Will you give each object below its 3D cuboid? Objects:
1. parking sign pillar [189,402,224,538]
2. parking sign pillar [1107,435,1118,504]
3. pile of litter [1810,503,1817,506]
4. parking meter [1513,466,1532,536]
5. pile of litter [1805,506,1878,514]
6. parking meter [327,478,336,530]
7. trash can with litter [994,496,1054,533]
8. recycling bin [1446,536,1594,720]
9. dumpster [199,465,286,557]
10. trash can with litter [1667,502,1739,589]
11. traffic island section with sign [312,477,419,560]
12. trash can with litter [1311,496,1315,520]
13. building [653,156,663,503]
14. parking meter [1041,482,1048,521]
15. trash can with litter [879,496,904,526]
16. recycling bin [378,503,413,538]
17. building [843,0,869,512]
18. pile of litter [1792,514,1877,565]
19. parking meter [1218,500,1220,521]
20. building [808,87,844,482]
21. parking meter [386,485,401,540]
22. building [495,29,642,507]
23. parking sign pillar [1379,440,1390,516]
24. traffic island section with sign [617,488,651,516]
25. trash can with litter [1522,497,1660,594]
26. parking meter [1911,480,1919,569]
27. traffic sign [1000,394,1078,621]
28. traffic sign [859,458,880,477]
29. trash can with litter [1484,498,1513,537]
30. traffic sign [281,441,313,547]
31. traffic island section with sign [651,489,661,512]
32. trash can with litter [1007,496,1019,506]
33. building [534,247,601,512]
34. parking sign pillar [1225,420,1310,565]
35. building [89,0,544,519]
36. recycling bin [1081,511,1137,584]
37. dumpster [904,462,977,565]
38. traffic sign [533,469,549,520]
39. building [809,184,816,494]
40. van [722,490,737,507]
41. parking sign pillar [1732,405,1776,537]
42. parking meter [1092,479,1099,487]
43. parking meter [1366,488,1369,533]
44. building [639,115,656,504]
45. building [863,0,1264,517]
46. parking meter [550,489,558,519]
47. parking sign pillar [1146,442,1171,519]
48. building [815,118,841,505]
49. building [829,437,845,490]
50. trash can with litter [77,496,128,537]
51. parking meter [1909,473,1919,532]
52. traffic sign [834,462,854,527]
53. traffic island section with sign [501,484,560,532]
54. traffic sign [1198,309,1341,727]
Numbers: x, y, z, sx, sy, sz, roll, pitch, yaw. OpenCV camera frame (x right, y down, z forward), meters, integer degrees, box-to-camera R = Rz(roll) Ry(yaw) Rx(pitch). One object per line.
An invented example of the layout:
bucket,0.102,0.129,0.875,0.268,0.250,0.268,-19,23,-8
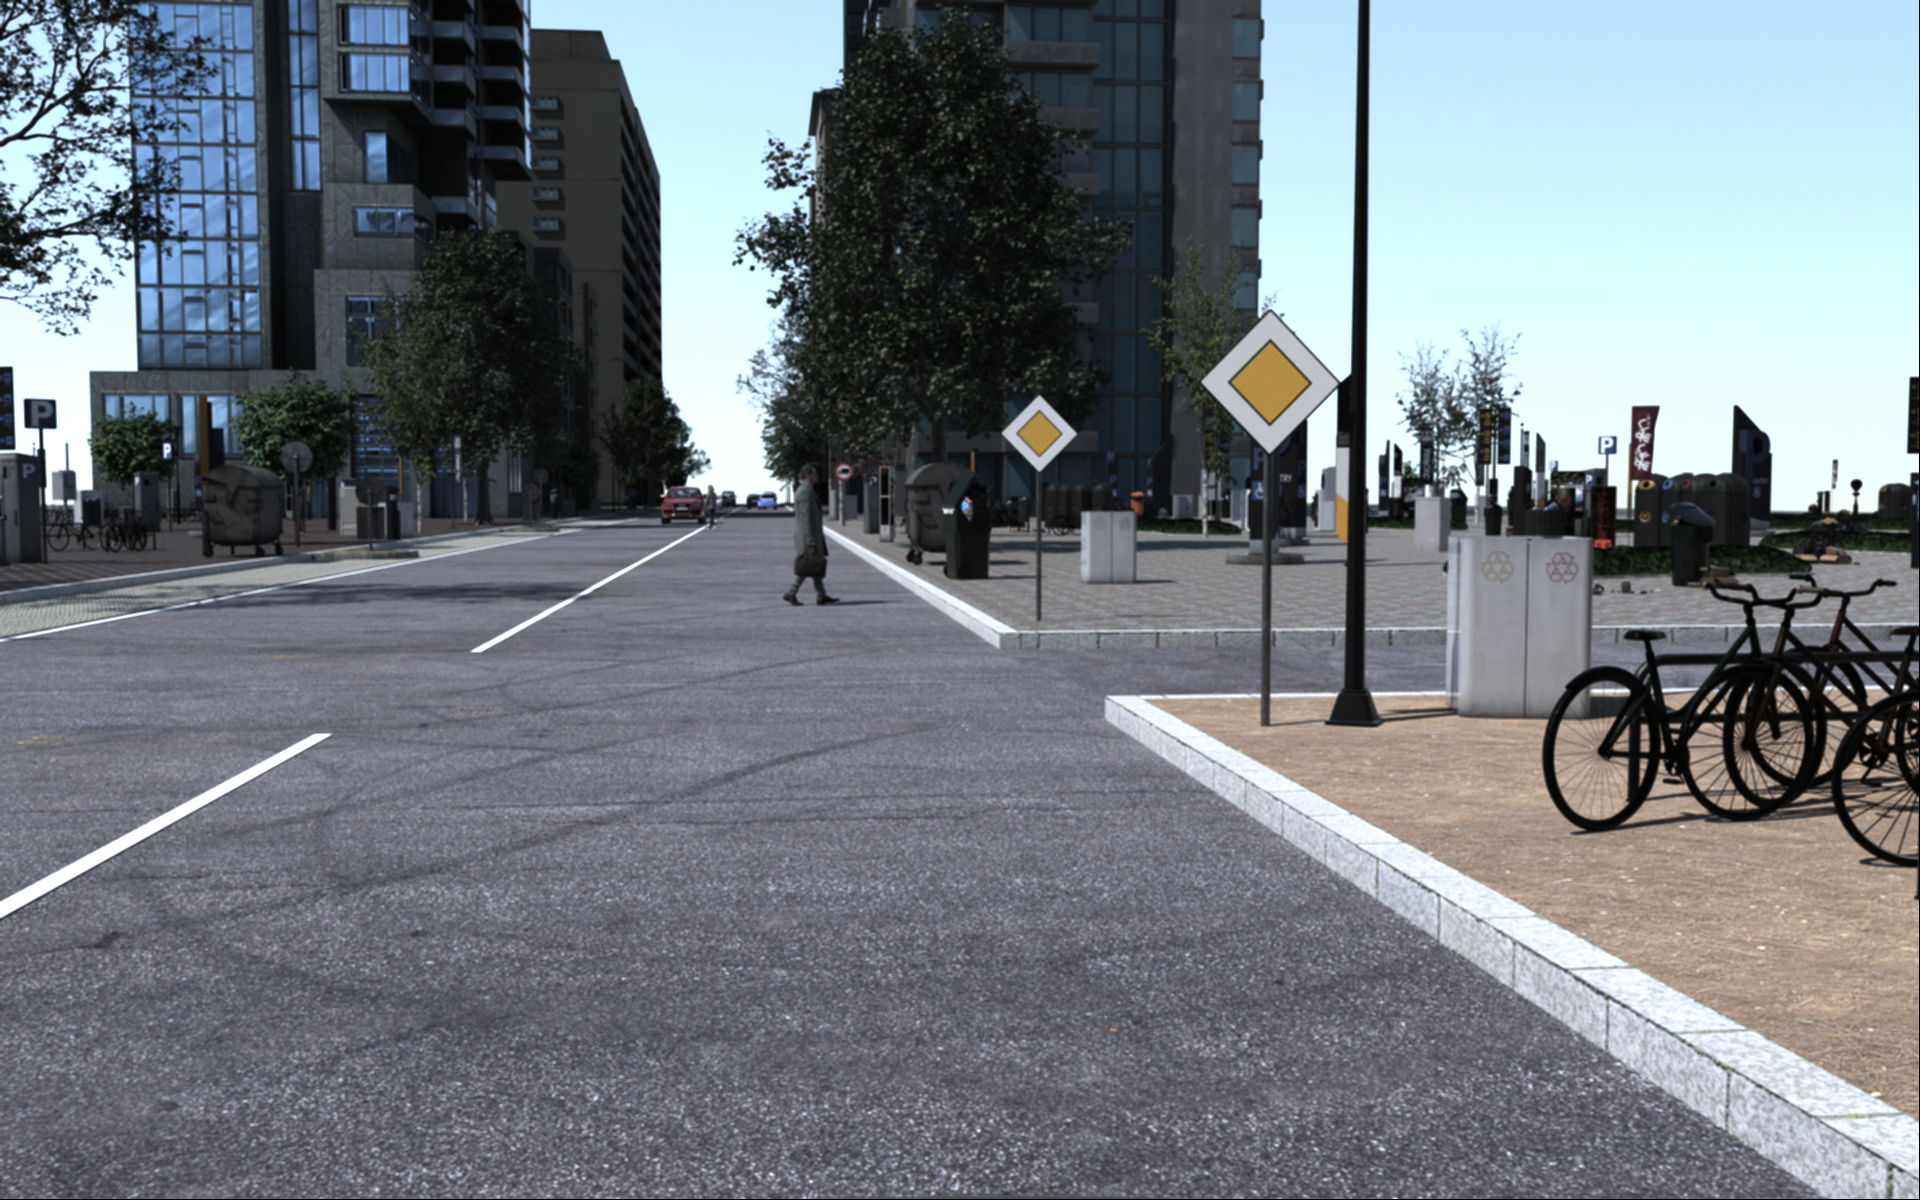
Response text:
parking sign pillar,-22.123,-3.844,51.325,1.447,3.967,1.447,-2,4,-28
parking sign pillar,6.968,-5.540,79.050,1.447,3.967,1.447,0,4,3
pile of litter,38.914,-3.952,78.578,1.719,0.858,1.176,0,4,6
parking meter,11.751,-1.864,36.183,0.255,1.863,0.399,3,5,43
pile of litter,25.151,-2.150,49.116,1.176,0.858,1.719,-3,4,-38
parking meter,-22.422,-3.429,61.782,0.255,1.863,0.399,-2,4,-26
trash can with litter,2.283,-2.859,57.801,1.678,1.210,2.233,-2,4,-35
recycling bin,3.279,0.144,10.198,0.722,1.027,0.722,1,4,8
dumpster,-14.800,-1.835,35.754,1.264,1.857,1.865,0,4,-6
trash can with litter,10.295,-0.765,23.901,0.624,1.170,1.055,-1,4,-22
traffic island section with sign,-13.177,-1.830,38.556,1.989,1.847,2.006,0,4,-6
trash can with litter,17.803,-4.518,85.258,0.624,1.170,1.055,-3,4,-36
building,-50.777,-37.000,228.648,21.300,48.544,21.600,0,4,-6
parking meter,4.228,-4.976,87.069,0.399,1.863,0.255,-3,5,-44
trash can with litter,-2.743,-3.517,68.565,2.233,1.210,1.678,-3,5,-42
recycling bin,-16.685,-2.365,51.228,0.722,1.027,0.722,2,4,32
building,-1.809,-27.357,130.878,14.154,41.232,14.086,0,4,-6
pile of litter,15.930,-1.105,32.035,1.176,0.858,1.719,-2,4,-30
parking meter,10.137,-3.696,68.840,0.372,1.533,0.369,0,3,0
building,-4.793,-38.813,223.823,28.713,52.752,27.495,0,4,-6
parking meter,-15.879,-2.453,48.520,0.372,1.533,0.369,0,3,0
building,-46.078,-34.334,185.057,21.300,48.544,21.600,0,4,-6
parking sign pillar,20.865,-5.915,85.182,1.447,3.967,1.447,1,4,18
traffic island section with sign,-21.794,-6.523,115.281,1.989,1.847,2.006,0,4,-6
trash can with litter,7.995,-0.699,22.485,2.233,1.210,1.678,0,4,7
parking meter,16.623,-1.311,29.846,0.372,1.533,0.369,0,3,0
traffic sign,0.793,-0.844,17.449,0.795,2.450,0.064,0,4,-6
traffic sign,-3.023,-3.559,58.302,0.768,2.556,0.104,0,4,-5
trash can with litter,16.417,-2.513,52.469,1.055,1.170,0.624,2,4,24
traffic sign,-15.931,-2.539,41.612,0.768,2.556,0.104,0,4,1
traffic island section with sign,-24.813,-8.161,142.067,1.989,1.847,2.006,0,4,-6
trash can with litter,2.731,-4.347,82.465,0.624,1.170,1.055,2,4,33
building,-43.416,-17.703,134.475,27.650,21.520,28.899,0,4,-6
parking sign pillar,5.615,-2.652,31.827,1.447,3.967,1.447,1,4,16
building,-36.746,-48.346,103.127,22.319,86.520,31.000,0,4,-6
recycling bin,2.147,-0.764,25.038,0.722,1.027,0.722,0,4,-3
dumpster,-0.335,-1.592,31.781,1.264,1.857,1.865,0,4,-7
traffic sign,-20.988,-5.299,86.749,0.768,2.556,0.104,0,4,-4
building,-14.127,-36.347,244.378,14.600,45.320,14.200,0,4,-6
van,-26.351,-11.628,197.129,2.013,2.044,4.112,0,4,-7
parking sign pillar,24.098,-3.929,52.710,1.447,3.967,1.447,-2,4,-28
parking meter,5.331,-3.824,68.237,0.255,1.863,0.399,0,4,1
parking meter,13.247,-2.973,57.012,0.372,1.533,0.369,0,3,0
building,-48.307,-35.645,206.502,21.300,48.544,21.600,0,4,-6
building,5.518,-29.899,108.450,23.786,49.044,30.456,0,4,-6
parking meter,-21.305,-5.045,90.900,0.372,1.533,0.369,0,3,0
parking sign pillar,10.075,-6.122,88.560,1.447,3.967,1.447,3,5,41
building,-9.071,-33.793,202.632,14.600,45.320,14.200,0,4,-6
building,-7.389,-25.503,188.677,14.160,30.474,14.107,0,4,-6
trash can with litter,-26.107,-2.564,52.987,1.678,1.210,2.233,3,4,37
parking meter,26.079,-2.534,47.150,0.399,1.863,0.255,-2,4,-26
traffic sign,-4.582,-4.178,68.418,0.768,2.556,0.104,0,4,0
traffic island section with sign,-16.183,-3.469,65.344,1.989,1.847,2.006,0,4,-6
traffic sign,1.685,-0.359,9.514,0.795,2.450,0.064,0,4,-6
